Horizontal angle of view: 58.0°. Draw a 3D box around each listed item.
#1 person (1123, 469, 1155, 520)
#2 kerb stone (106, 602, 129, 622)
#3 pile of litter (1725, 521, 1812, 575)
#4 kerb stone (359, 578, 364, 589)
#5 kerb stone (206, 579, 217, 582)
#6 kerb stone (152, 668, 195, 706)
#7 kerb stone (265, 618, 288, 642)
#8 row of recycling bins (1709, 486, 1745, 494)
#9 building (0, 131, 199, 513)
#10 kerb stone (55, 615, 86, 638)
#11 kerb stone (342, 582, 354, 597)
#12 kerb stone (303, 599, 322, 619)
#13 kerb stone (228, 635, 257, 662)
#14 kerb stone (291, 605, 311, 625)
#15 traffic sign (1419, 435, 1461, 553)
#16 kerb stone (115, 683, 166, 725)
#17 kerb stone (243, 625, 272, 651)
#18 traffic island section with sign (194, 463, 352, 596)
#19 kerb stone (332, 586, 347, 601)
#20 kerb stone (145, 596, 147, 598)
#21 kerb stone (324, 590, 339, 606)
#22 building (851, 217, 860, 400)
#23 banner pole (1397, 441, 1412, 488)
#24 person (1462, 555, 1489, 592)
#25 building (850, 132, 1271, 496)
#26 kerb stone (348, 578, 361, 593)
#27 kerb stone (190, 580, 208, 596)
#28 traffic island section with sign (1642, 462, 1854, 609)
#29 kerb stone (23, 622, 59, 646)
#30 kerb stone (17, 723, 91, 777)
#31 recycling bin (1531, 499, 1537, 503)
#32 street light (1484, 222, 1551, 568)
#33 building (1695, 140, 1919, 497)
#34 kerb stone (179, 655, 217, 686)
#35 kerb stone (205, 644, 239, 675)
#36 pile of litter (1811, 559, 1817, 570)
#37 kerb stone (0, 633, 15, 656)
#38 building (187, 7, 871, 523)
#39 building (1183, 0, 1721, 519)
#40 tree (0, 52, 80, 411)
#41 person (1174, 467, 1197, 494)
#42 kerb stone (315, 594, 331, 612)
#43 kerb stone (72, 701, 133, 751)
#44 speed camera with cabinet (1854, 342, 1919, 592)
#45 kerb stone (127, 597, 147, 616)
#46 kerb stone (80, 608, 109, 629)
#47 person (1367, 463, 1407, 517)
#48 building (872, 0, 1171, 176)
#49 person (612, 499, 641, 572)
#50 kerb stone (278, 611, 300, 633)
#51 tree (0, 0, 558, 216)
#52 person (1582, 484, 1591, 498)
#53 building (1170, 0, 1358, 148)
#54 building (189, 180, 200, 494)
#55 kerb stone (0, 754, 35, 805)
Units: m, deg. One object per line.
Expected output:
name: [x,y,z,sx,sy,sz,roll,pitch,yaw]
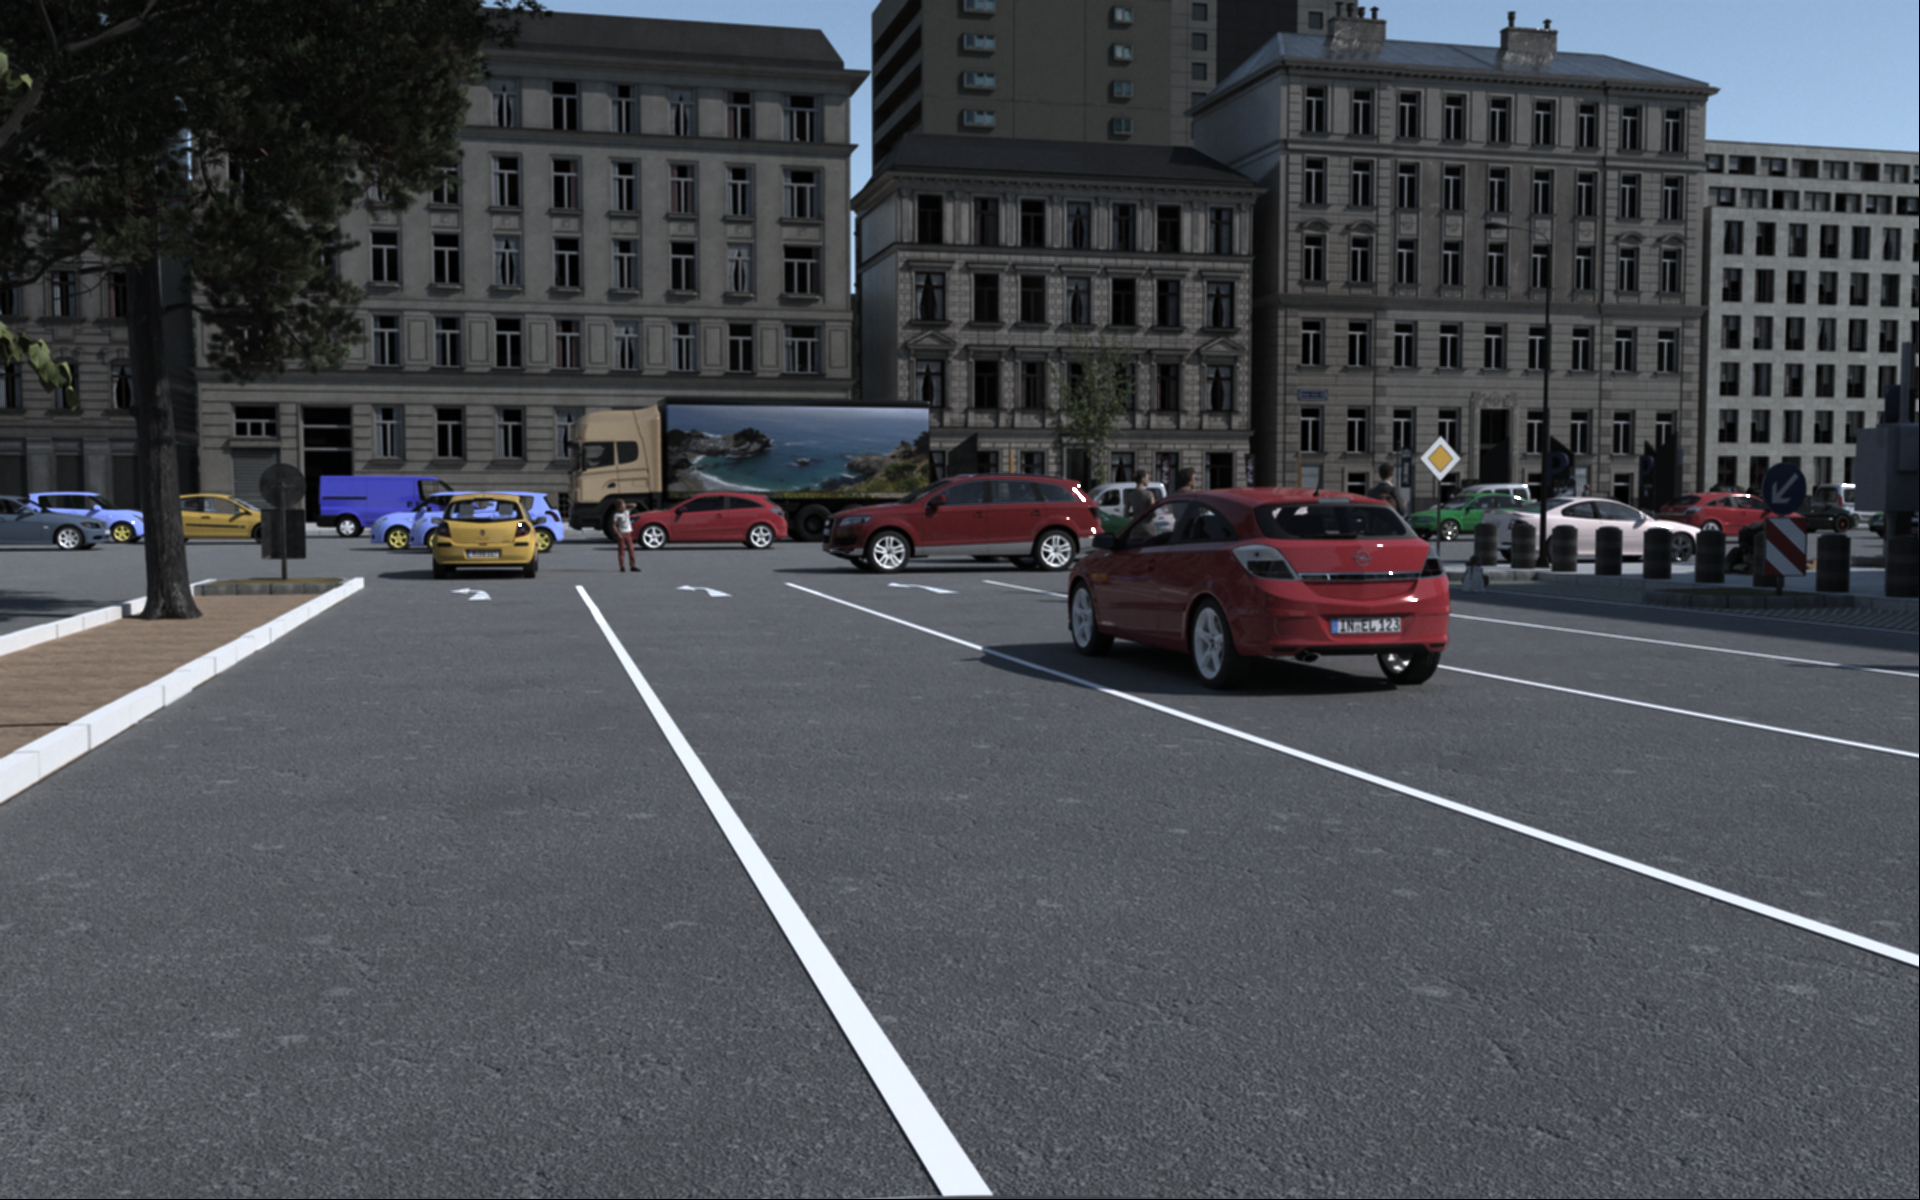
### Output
person: [2.643,-0.964,24.599,0.599,1.781,0.374,2,4,30]
kerb stone: [-9.602,0.163,19.588,0.120,0.150,1.000,-1,4,-14]
pile of litter: [12.616,-0.853,27.915,1.176,0.858,1.719,0,4,-5]
kerb stone: [-9.098,-0.239,26.124,0.120,0.150,1.000,-1,4,-14]
kerb stone: [-11.121,-0.206,25.585,0.120,0.150,1.000,-1,4,-14]
kerb stone: [-5.533,0.622,12.127,0.120,0.150,1.000,-1,4,-14]
kerb stone: [-6.808,0.313,17.132,0.120,0.150,1.000,-1,4,-14]
row of recycling bins: [38.256,-4.854,86.482,1.069,1.692,3.534,3,5,42]
building: [-43.542,-13.805,74.870,18.267,20.994,9.793,-1,4,-14]
kerb stone: [-9.095,0.285,17.590,0.120,0.150,1.000,-1,4,-14]
kerb stone: [-8.586,-0.110,24.132,0.120,0.150,1.000,-1,4,-14]
kerb stone: [-7.573,0.126,20.133,0.120,0.150,1.000,-1,4,-14]
kerb stone: [-6.303,0.442,15.126,0.120,0.150,1.000,-1,4,-14]
kerb stone: [-7.319,0.188,19.128,0.120,0.150,1.000,-1,4,-14]
traffic sign: [8.189,-1.589,29.627,0.795,2.450,0.064,-1,4,-14]
kerb stone: [-5.285,0.682,11.123,0.120,0.150,1.000,-1,4,-14]
kerb stone: [-6.559,0.371,16.122,0.120,0.150,1.000,-1,4,-14]
traffic island section with sign: [-9.991,-1.053,25.352,2.006,1.907,1.989,-1,4,-14]
kerb stone: [-8.337,-0.057,23.134,0.120,0.150,1.000,-1,4,-14]
kerb stone: [-10.113,0.037,21.588,0.120,0.150,1.000,-1,4,-14]
kerb stone: [-8.083,0.004,22.138,0.120,0.150,1.000,-1,4,-14]
building: [-3.360,-24.314,169.234,14.160,30.474,14.107,-1,4,-14]
banner pole: [20.715,-5.569,81.072,0.863,3.779,0.401,0,4,7]
person: [7.521,-0.385,25.272,0.381,0.543,0.357,1,4,17]
building: [4.589,-13.654,87.874,19.286,19.102,10.561,-1,4,-14]
kerb stone: [-8.839,-0.179,25.129,0.120,0.150,1.000,-1,4,-14]
kerb stone: [-10.869,-0.145,24.584,0.120,0.150,1.000,-1,4,-14]
traffic island section with sign: [10.043,-0.845,22.443,1.989,1.847,2.006,-1,4,-14]
kerb stone: [-8.854,0.343,16.590,0.120,0.150,1.000,-1,4,-14]
kerb stone: [-4.779,0.800,9.119,0.120,0.150,1.000,-1,4,-14]
recycling bin: [28.423,-4.545,86.872,0.722,1.027,0.722,-1,4,-20]
street light: [9.605,-3.504,29.830,1.470,5.913,1.316,-1,4,-14]
building: [46.484,-14.922,98.725,16.860,20.320,10.420,-1,4,-14]
kerb stone: [-5.798,0.559,13.120,0.120,0.150,1.000,-1,4,-14]
kerb stone: [-6.048,0.496,14.128,0.120,0.150,1.000,-1,4,-14]
pile of litter: [14.295,-0.979,29.965,1.176,0.858,1.719,2,4,24]
kerb stone: [-8.590,0.404,15.596,0.120,0.150,1.000,-1,4,-14]
building: [-20.643,-15.351,84.271,30.059,22.955,16.112,-1,4,-14]
building: [26.054,-18.132,93.725,25.104,27.353,12.463,-1,4,-14]
tree: [-4.626,-3.220,5.469,4.737,8.622,4.395,0,3,0]
person: [3.079,-0.833,22.480,0.532,1.782,0.716,-2,4,-28]
kerb stone: [-7.829,0.065,21.135,0.120,0.150,1.000,-1,4,-14]
kerb stone: [-5.027,0.738,10.127,0.120,0.150,1.000,-1,4,-14]
speed camera with cabinet: [12.917,-1.753,22.990,2.038,3.252,0.660,-1,4,-16]
kerb stone: [-9.858,0.099,20.583,0.120,0.150,1.000,-1,4,-14]
kerb stone: [-9.346,0.220,18.591,0.120,0.150,1.000,-1,4,-14]
person: [5.518,-0.855,22.437,0.622,1.834,0.822,3,5,40]
building: [4.847,-32.295,151.717,21.300,48.544,21.600,-1,4,-14]
person: [-6.159,-1.198,31.991,0.340,1.345,0.435,3,5,42]
kerb stone: [-7.061,0.249,18.128,0.120,0.150,1.000,-1,4,-14]
tree: [-7.155,-4.612,12.282,8.767,10.594,7.601,-1,4,-14]
person: [23.297,-3.393,64.155,0.590,1.801,0.661,2,4,28]
building: [25.300,-44.882,172.076,20.611,71.187,20.563,-1,4,-14]
building: [-105.208,-33.168,225.887,14.086,41.232,14.154,-1,4,-14]
kerb stone: [-4.522,0.863,8.124,0.120,0.150,1.000,-1,4,-14]
